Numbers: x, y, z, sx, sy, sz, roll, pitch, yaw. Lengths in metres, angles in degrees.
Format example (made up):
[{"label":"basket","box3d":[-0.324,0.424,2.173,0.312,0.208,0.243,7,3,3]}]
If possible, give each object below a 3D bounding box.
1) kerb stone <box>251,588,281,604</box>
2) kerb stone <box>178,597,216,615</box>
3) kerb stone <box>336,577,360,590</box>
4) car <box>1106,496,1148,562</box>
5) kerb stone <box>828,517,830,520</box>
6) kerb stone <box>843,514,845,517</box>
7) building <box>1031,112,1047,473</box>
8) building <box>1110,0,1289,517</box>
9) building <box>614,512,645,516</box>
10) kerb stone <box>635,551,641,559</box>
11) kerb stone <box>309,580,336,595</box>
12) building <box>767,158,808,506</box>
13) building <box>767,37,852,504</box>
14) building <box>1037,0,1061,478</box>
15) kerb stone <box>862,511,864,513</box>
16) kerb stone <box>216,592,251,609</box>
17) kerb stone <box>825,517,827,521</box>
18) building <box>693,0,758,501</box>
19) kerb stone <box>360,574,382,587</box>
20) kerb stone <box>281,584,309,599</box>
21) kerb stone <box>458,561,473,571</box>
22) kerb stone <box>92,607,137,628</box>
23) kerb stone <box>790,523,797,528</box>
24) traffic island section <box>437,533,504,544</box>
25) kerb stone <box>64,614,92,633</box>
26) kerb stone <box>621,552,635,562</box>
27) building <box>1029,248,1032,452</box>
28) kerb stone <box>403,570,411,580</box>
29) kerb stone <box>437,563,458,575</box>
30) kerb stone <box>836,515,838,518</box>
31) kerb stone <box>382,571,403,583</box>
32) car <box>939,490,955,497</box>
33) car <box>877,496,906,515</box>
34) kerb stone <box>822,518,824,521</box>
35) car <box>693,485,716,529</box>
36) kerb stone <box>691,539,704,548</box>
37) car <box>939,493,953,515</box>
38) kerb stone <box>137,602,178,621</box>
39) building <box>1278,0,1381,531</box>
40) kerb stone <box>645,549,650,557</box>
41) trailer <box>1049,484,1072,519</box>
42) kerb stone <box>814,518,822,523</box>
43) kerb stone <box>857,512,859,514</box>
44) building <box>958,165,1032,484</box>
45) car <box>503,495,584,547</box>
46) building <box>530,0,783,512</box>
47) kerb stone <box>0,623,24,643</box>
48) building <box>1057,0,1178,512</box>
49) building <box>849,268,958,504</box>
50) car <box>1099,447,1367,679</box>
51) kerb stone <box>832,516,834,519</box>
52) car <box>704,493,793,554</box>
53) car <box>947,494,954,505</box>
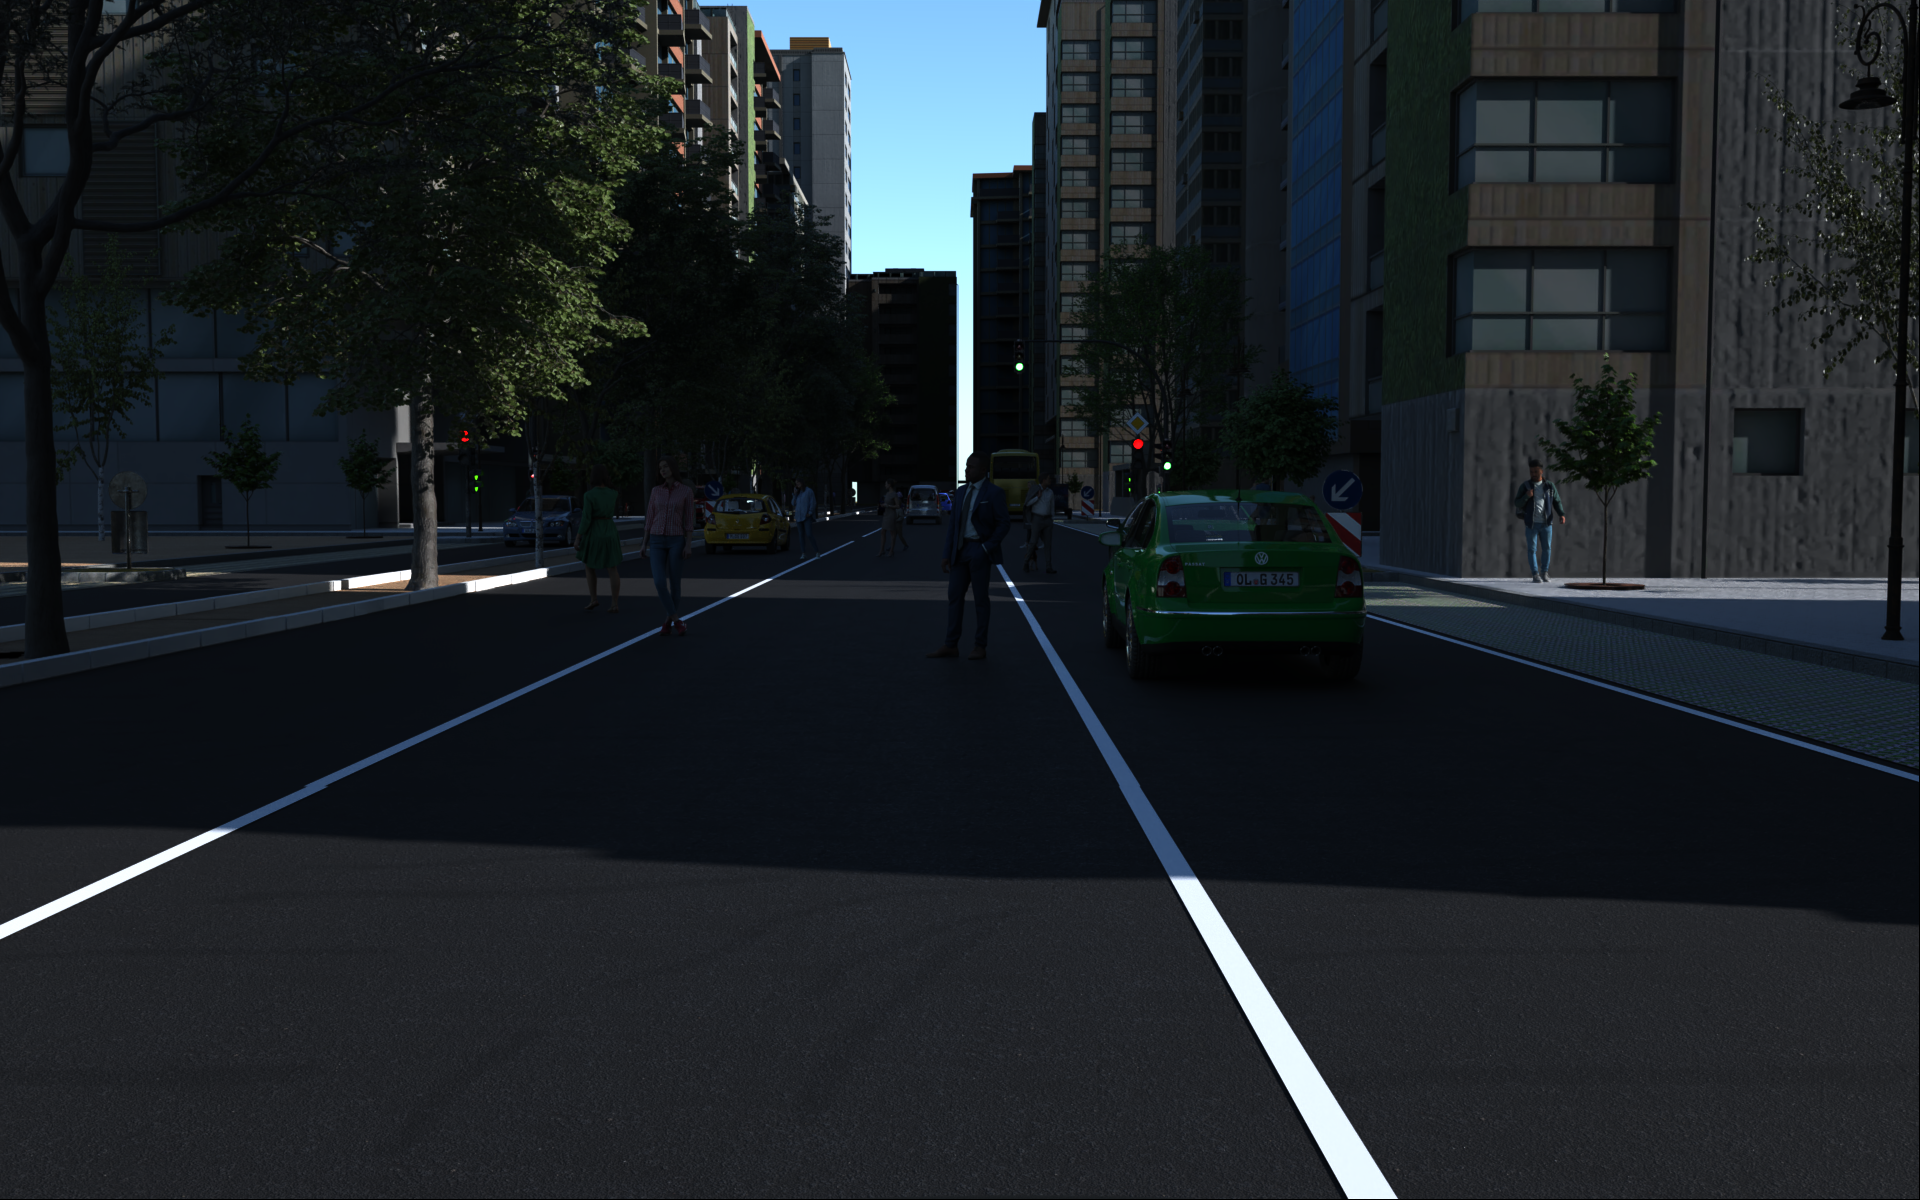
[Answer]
[{"label":"kerb stone","box3d":[-9.259,-0.042,22.881,0.120,0.150,1.000,0,3,0]},{"label":"kerb stone","box3d":[-9.254,0.086,20.837,0.120,0.150,1.000,0,3,0]},{"label":"kerb stone","box3d":[-9.261,-0.225,25.954,0.120,0.150,1.000,0,3,0]},{"label":"car","box3d":[3.247,-0.815,25.116,2.131,1.459,4.920,0,4,-1]},{"label":"kerb stone","box3d":[-7.311,-4.397,94.082,0.120,0.150,1.000,0,3,0]},{"label":"kerb stone","box3d":[-7.335,-5.150,106.398,0.120,0.150,1.000,0,3,0]},{"label":"building","box3d":[14.759,-30.897,188.765,14.154,41.232,14.086,0,3,0]},{"label":"building","box3d":[25.493,-24.957,99.922,32.217,40.220,23.993,0,3,0]},{"label":"building","box3d":[-28.237,-28.059,113.390,22.147,44.769,28.867,0,3,0]},{"label":"kerb stone","box3d":[-7.195,-0.980,38.233,0.120,0.150,1.000,0,3,0]},{"label":"kerb stone","box3d":[-9.267,-0.167,24.932,0.120,0.150,1.000,0,3,0]},{"label":"building","box3d":[-29.507,-30.706,193.919,23.993,40.220,32.217,0,3,0]},{"label":"building","box3d":[-28.437,-41.912,227.253,28.212,58.520,21.231,0,3,0]},{"label":"building","box3d":[22.357,-35.379,167.678,28.713,52.752,27.495,0,3,0]},{"label":"kerb stone","box3d":[-7.376,-6.464,127.905,0.120,0.150,1.000,0,3,0]},{"label":"kerb stone","box3d":[-9.251,0.021,21.859,0.120,0.150,1.000,0,3,0]},{"label":"kerb stone","box3d":[-7.303,-4.272,92.038,0.120,0.150,1.000,0,3,0]},{"label":"building","box3d":[-24.378,-27.966,140.835,14.154,41.232,14.086,0,3,0]},{"label":"kerb stone","box3d":[-9.263,-0.292,26.976,0.120,0.150,1.000,0,3,0]},{"label":"kerb stone","box3d":[-9.266,-0.102,23.903,0.120,0.150,1.000,0,3,0]},{"label":"kerb stone","box3d":[-9.279,-0.607,32.124,0.120,0.150,1.000,0,3,0]},{"label":"kerb stone","box3d":[-9.248,0.209,18.784,0.120,0.150,1.000,0,3,0]},{"label":"kerb stone","box3d":[-7.270,-3.269,75.645,0.120,0.150,1.000,0,3,0]},{"label":"traffic island section","box3d":[-14.553,-1.772,51.247,2.009,0.180,2.903,0,3,0]},{"label":"kerb stone","box3d":[-9.243,0.271,17.762,0.120,0.150,1.000,0,3,0]},{"label":"kerb stone","box3d":[-7.185,-0.914,37.212,0.120,0.150,1.000,0,3,0]},{"label":"building","box3d":[15.029,-26.389,203.165,14.160,30.474,14.107,0,3,0]},{"label":"kerb stone","box3d":[-9.265,-0.419,29.041,0.120,0.150,1.000,0,3,0]},{"label":"kerb stone","box3d":[-9.274,-0.545,31.102,0.120,0.150,1.000,0,3,0]},{"label":"kerb stone","box3d":[-7.320,-4.772,100.232,0.120,0.150,1.000,0,3,0]},{"label":"kerb stone","box3d":[-9.274,-0.355,28.006,0.120,0.150,1.000,0,3,0]},{"label":"car","box3d":[-1.339,-10.079,173.462,2.281,1.827,5.304,0,4,2]},{"label":"car","box3d":[-4.707,-6.477,118.480,1.945,1.354,3.894,0,4,1]},{"label":"kerb stone","box3d":[-7.300,-4.146,89.990,0.120,0.150,1.000,0,3,0]},{"label":"car","box3d":[-11.189,-3.842,71.484,2.281,1.827,5.304,0,4,-1]},{"label":"kerb stone","box3d":[-7.211,-1.545,47.452,0.120,0.150,1.000,0,3,0]},{"label":"car","box3d":[-1.466,-6.891,122.253,1.945,1.707,3.694,0,4,-2]},{"label":"kerb stone","box3d":[-9.257,0.146,19.815,0.120,0.150,1.000,0,3,0]},{"label":"building","box3d":[20.428,-25.370,64.915,14.200,45.320,14.600,0,3,0]},{"label":"kerb stone","box3d":[-7.191,-1.043,39.255,0.120,0.150,1.000,0,3,0]},{"label":"trailer","box3d":[5.555,-5.565,98.033,1.471,1.999,3.904,0,4,1]},{"label":"kerb stone","box3d":[-7.295,-4.084,88.968,0.120,0.150,1.000,0,3,0]},{"label":"kerb stone","box3d":[-7.370,-6.089,121.753,0.120,0.150,1.000,0,3,0]},{"label":"building","box3d":[14.209,-35.101,228.531,28.867,44.769,22.147,0,3,0]},{"label":"car","box3d":[-11.515,-2.237,48.582,2.014,1.417,4.499,0,4,-1]},{"label":"building","box3d":[-28.495,-31.042,162.155,22.147,44.769,28.867,0,3,0]},{"label":"kerb stone","box3d":[-9.241,0.337,16.734,0.120,0.150,1.000,0,3,0]},{"label":"building","box3d":[15.161,-28.359,147.264,14.154,41.232,14.086,0,3,0]},{"label":"building","box3d":[-7.270,-27.707,224.716,14.107,30.474,14.160,0,3,0]},{"label":"car","box3d":[2.206,-0.365,14.771,1.959,1.807,4.718,0,4,1]},{"label":"kerb stone","box3d":[-7.308,-4.584,97.162,0.120,0.150,1.000,0,3,0]},{"label":"car","box3d":[-5.202,-1.991,42.773,2.015,1.641,3.980,0,4,1]},{"label":"car","box3d":[-1.172,-8.605,152.692,2.014,1.417,4.499,0,4,0]}]
